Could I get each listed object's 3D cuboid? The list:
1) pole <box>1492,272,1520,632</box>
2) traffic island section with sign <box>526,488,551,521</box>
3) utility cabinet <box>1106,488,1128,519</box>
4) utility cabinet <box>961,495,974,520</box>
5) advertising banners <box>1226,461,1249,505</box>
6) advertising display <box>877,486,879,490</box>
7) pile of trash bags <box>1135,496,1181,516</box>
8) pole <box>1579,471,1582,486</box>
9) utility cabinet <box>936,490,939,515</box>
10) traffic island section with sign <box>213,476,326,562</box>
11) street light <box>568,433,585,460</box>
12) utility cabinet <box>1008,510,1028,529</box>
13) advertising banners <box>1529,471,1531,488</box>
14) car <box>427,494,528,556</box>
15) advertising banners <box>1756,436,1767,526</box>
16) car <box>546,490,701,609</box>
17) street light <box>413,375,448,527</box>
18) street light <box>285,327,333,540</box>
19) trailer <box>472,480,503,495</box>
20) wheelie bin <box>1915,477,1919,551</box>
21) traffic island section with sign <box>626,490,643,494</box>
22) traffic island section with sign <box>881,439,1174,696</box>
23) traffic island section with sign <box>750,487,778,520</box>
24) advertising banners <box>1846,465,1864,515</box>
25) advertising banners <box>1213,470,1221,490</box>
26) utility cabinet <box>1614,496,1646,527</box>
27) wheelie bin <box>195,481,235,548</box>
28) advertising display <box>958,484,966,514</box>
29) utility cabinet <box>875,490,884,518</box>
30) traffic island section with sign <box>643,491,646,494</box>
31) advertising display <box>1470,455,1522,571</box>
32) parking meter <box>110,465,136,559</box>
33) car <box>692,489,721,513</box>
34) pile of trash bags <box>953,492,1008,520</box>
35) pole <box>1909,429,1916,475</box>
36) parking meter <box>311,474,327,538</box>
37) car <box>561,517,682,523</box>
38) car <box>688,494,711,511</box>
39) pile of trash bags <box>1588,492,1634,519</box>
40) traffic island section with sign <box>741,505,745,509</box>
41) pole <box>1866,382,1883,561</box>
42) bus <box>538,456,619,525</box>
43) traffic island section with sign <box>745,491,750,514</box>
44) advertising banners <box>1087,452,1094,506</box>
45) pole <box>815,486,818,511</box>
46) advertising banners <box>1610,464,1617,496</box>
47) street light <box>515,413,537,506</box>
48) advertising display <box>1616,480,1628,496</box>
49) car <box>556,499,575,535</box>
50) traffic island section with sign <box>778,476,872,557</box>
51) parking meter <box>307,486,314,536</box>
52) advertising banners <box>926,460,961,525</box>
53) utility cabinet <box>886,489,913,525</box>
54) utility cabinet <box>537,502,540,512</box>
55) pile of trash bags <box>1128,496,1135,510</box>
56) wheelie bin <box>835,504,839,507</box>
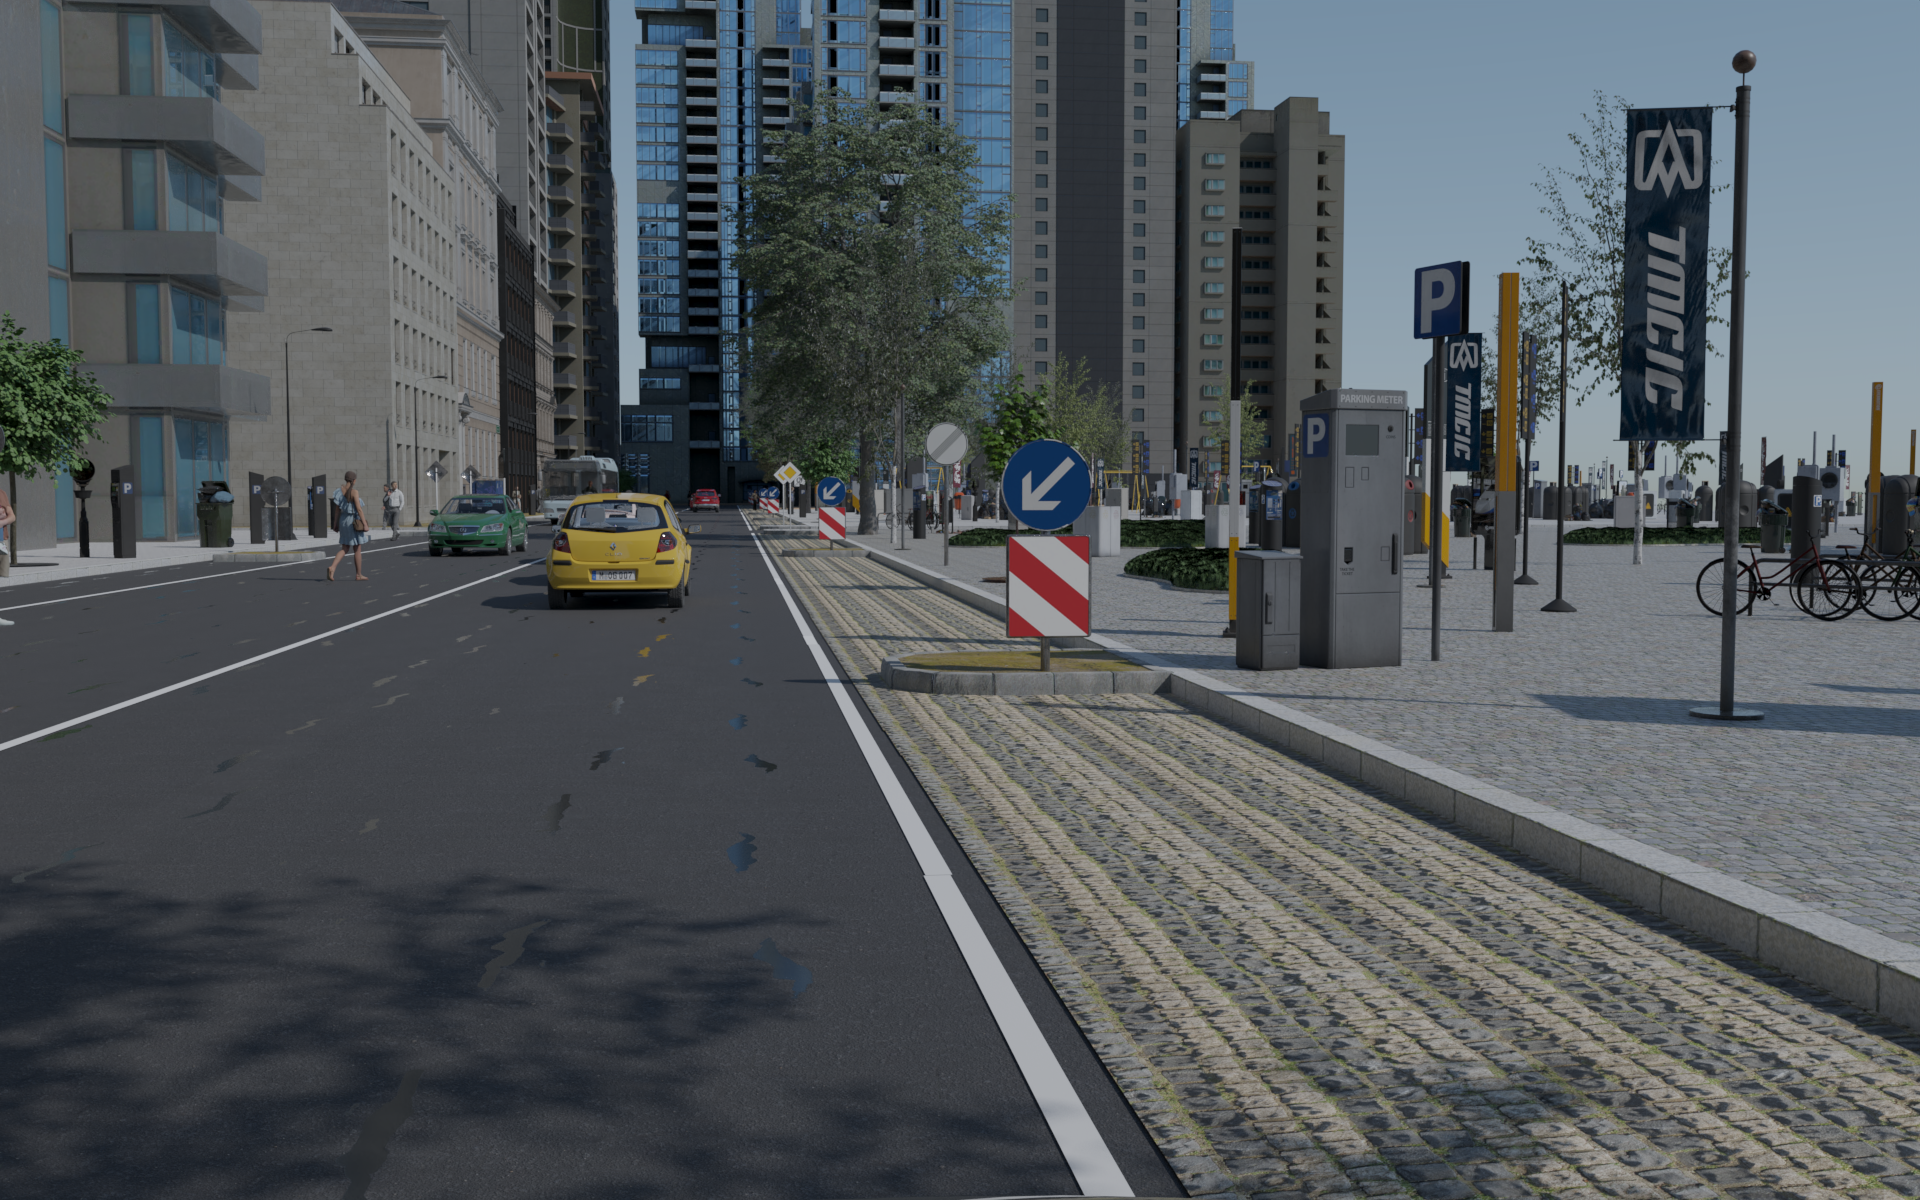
[{"bbox_3d":[5.066,-1.360,16.076,0.158,3.312,0.155,0,3,0],"label":"pole"},{"bbox_3d":[-22.338,-5.199,93.636,1.989,1.847,2.006,0,4,-7],"label":"traffic island section with sign"},{"bbox_3d":[5.723,-3.341,63.311,0.318,1.500,1.173,-2,4,-24],"label":"utility cabinet"},{"bbox_3d":[0.414,-4.537,85.347,0.306,1.237,1.020,-2,4,-29],"label":"utility cabinet"},{"bbox_3d":[14.688,-5.753,90.245,2.074,3.025,0.090,3,4,38],"label":"advertising banners"},{"bbox_3d":[-7.164,-8.462,143.567,0.974,1.923,0.123,2,4,31],"label":"advertising display"},{"bbox_3d":[12.106,-5.648,102.105,1.912,1.369,3.447,-1,4,-22],"label":"pile of trash bags"},{"bbox_3d":[54.127,-9.619,151.119,0.158,3.312,0.155,0,3,0],"label":"pole"},{"bbox_3d":[-1.664,-5.958,106.087,0.318,1.500,1.173,2,4,31],"label":"utility cabinet"},{"bbox_3d":[-14.945,-1.775,37.645,1.989,1.847,2.006,0,4,-7],"label":"traffic island section with sign"},{"bbox_3d":[-28.968,-9.676,130.742,1.470,5.913,1.316,0,4,-7],"label":"street light"},{"bbox_3d":[1.507,-2.251,45.477,0.318,1.500,1.173,-1,4,-10],"label":"utility cabinet"},{"bbox_3d":[39.159,-7.607,120.559,2.074,3.025,0.090,-3,4,-38],"label":"advertising banners"},{"bbox_3d":[-11.544,-1.826,41.661,2.131,1.459,4.920,0,4,-6],"label":"car"},{"bbox_3d":[24.616,-3.511,53.591,0.090,3.025,2.074,1,4,10],"label":"advertising banners"},{"bbox_3d":[-4.490,-0.790,23.142,2.015,1.641,3.980,0,4,-7],"label":"car"},{"bbox_3d":[-20.754,-5.832,67.891,1.470,5.913,1.316,0,4,-7],"label":"street light"},{"bbox_3d":[-18.141,-4.630,48.244,1.470,5.913,1.316,0,4,-7],"label":"street light"},{"bbox_3d":[-19.682,-3.972,71.986,1.471,1.999,3.904,-1,4,-9],"label":"trailer"},{"bbox_3d":[17.666,-1.429,31.280,0.980,1.594,0.693,1,4,17],"label":"wheelie bin"},{"bbox_3d":[-32.438,-9.877,170.122,1.989,1.847,2.006,0,4,-7],"label":"traffic island section with sign"},{"bbox_3d":[0.422,-0.279,13.193,1.989,1.847,2.006,0,4,-7],"label":"traffic island section with sign"},{"bbox_3d":[-10.297,-5.241,94.318,1.989,1.847,2.006,0,4,-7],"label":"traffic island section with sign"},{"bbox_3d":[53.515,-6.575,103.694,2.074,3.025,0.090,-2,4,-34],"label":"advertising banners"},{"bbox_3d":[18.084,-8.000,126.992,2.074,3.025,0.090,0,4,-4],"label":"advertising banners"},{"bbox_3d":[23.603,-3.051,61.047,1.020,1.237,0.306,1,4,10],"label":"utility cabinet"},{"bbox_3d":[-17.821,-2.052,41.463,0.980,1.594,0.693,1,4,10],"label":"wheelie bin"},{"bbox_3d":[0.314,-6.410,110.022,0.974,1.923,0.123,1,4,22],"label":"advertising display"},{"bbox_3d":[-4.582,-5.022,90.784,1.173,1.500,0.318,-2,4,-34],"label":"utility cabinet"},{"bbox_3d":[-35.995,-11.530,197.138,1.989,1.847,2.006,0,4,-7],"label":"traffic island section with sign"},{"bbox_3d":[9.027,-1.467,29.204,0.123,1.923,0.974,-2,4,-31],"label":"advertising display"},{"bbox_3d":[-16.695,-1.764,34.554,0.255,1.863,0.399,2,4,25],"label":"parking meter"},{"bbox_3d":[-19.849,-7.752,135.415,2.281,1.827,5.304,0,4,-8],"label":"car"},{"bbox_3d":[1.337,-4.960,90.848,3.447,1.369,1.912,-1,4,-10],"label":"pile of trash bags"},{"bbox_3d":[30.025,-3.718,54.629,0.158,3.312,0.155,0,3,0],"label":"pole"},{"bbox_3d":[-18.653,-2.733,50.394,0.399,1.863,0.255,-2,4,-32],"label":"parking meter"},{"bbox_3d":[-5.654,-1.034,28.901,2.014,1.417,4.499,-1,4,-9],"label":"car"},{"bbox_3d":[-22.512,-8.638,150.270,2.155,1.783,4.494,0,4,-8],"label":"car"},{"bbox_3d":[34.356,-4.947,90.642,3.447,1.369,1.912,-3,4,-38],"label":"pile of trash bags"},{"bbox_3d":[-20.463,-9.946,171.241,1.989,1.847,2.006,0,4,-7],"label":"traffic island section with sign"},{"bbox_3d":[16.668,-2.307,31.556,0.158,3.312,0.155,0,3,0],"label":"pole"},{"bbox_3d":[-18.135,-5.404,83.221,2.948,3.499,13.247,0,4,-7],"label":"bus"},{"bbox_3d":[-13.872,-6.901,121.465,1.989,1.847,2.006,0,4,-7],"label":"traffic island section with sign"},{"bbox_3d":[5.430,-4.652,72.240,0.090,3.025,2.074,1,4,12],"label":"advertising banners"},{"bbox_3d":[-10.844,-8.375,130.766,0.158,3.312,0.155,0,3,0],"label":"pole"},{"bbox_3d":[37.963,-6.351,100.019,0.090,3.025,2.074,0,4,-4],"label":"advertising banners"},{"bbox_3d":[-24.870,-7.744,99.161,1.470,5.913,1.316,0,4,-7],"label":"street light"},{"bbox_3d":[31.360,-4.701,82.075,0.123,1.923,0.974,3,5,43],"label":"advertising display"},{"bbox_3d":[-7.601,-1.517,37.161,2.083,1.381,4.827,0,4,-8],"label":"car"},{"bbox_3d":[-3.105,-1.914,39.917,1.989,1.847,2.006,0,4,-7],"label":"traffic island section with sign"},{"bbox_3d":[-19.892,-2.748,53.343,0.372,1.533,0.369,0,3,0],"label":"parking meter"},{"bbox_3d":[-0.706,-4.709,73.181,2.074,3.025,0.090,-3,4,-36],"label":"advertising banners"},{"bbox_3d":[-2.407,-3.806,70.914,1.173,1.500,0.318,1,4,19],"label":"utility cabinet"},{"bbox_3d":[-28.775,-6.629,119.538,1.020,1.237,0.306,3,4,38],"label":"utility cabinet"},{"bbox_3d":[12.874,-7.901,138.926,1.912,1.369,3.447,-1,4,-21],"label":"pile of trash bags"},{"bbox_3d":[-9.446,-7.792,135.304,0.693,1.594,0.980,-1,4,-11],"label":"wheelie bin"}]
